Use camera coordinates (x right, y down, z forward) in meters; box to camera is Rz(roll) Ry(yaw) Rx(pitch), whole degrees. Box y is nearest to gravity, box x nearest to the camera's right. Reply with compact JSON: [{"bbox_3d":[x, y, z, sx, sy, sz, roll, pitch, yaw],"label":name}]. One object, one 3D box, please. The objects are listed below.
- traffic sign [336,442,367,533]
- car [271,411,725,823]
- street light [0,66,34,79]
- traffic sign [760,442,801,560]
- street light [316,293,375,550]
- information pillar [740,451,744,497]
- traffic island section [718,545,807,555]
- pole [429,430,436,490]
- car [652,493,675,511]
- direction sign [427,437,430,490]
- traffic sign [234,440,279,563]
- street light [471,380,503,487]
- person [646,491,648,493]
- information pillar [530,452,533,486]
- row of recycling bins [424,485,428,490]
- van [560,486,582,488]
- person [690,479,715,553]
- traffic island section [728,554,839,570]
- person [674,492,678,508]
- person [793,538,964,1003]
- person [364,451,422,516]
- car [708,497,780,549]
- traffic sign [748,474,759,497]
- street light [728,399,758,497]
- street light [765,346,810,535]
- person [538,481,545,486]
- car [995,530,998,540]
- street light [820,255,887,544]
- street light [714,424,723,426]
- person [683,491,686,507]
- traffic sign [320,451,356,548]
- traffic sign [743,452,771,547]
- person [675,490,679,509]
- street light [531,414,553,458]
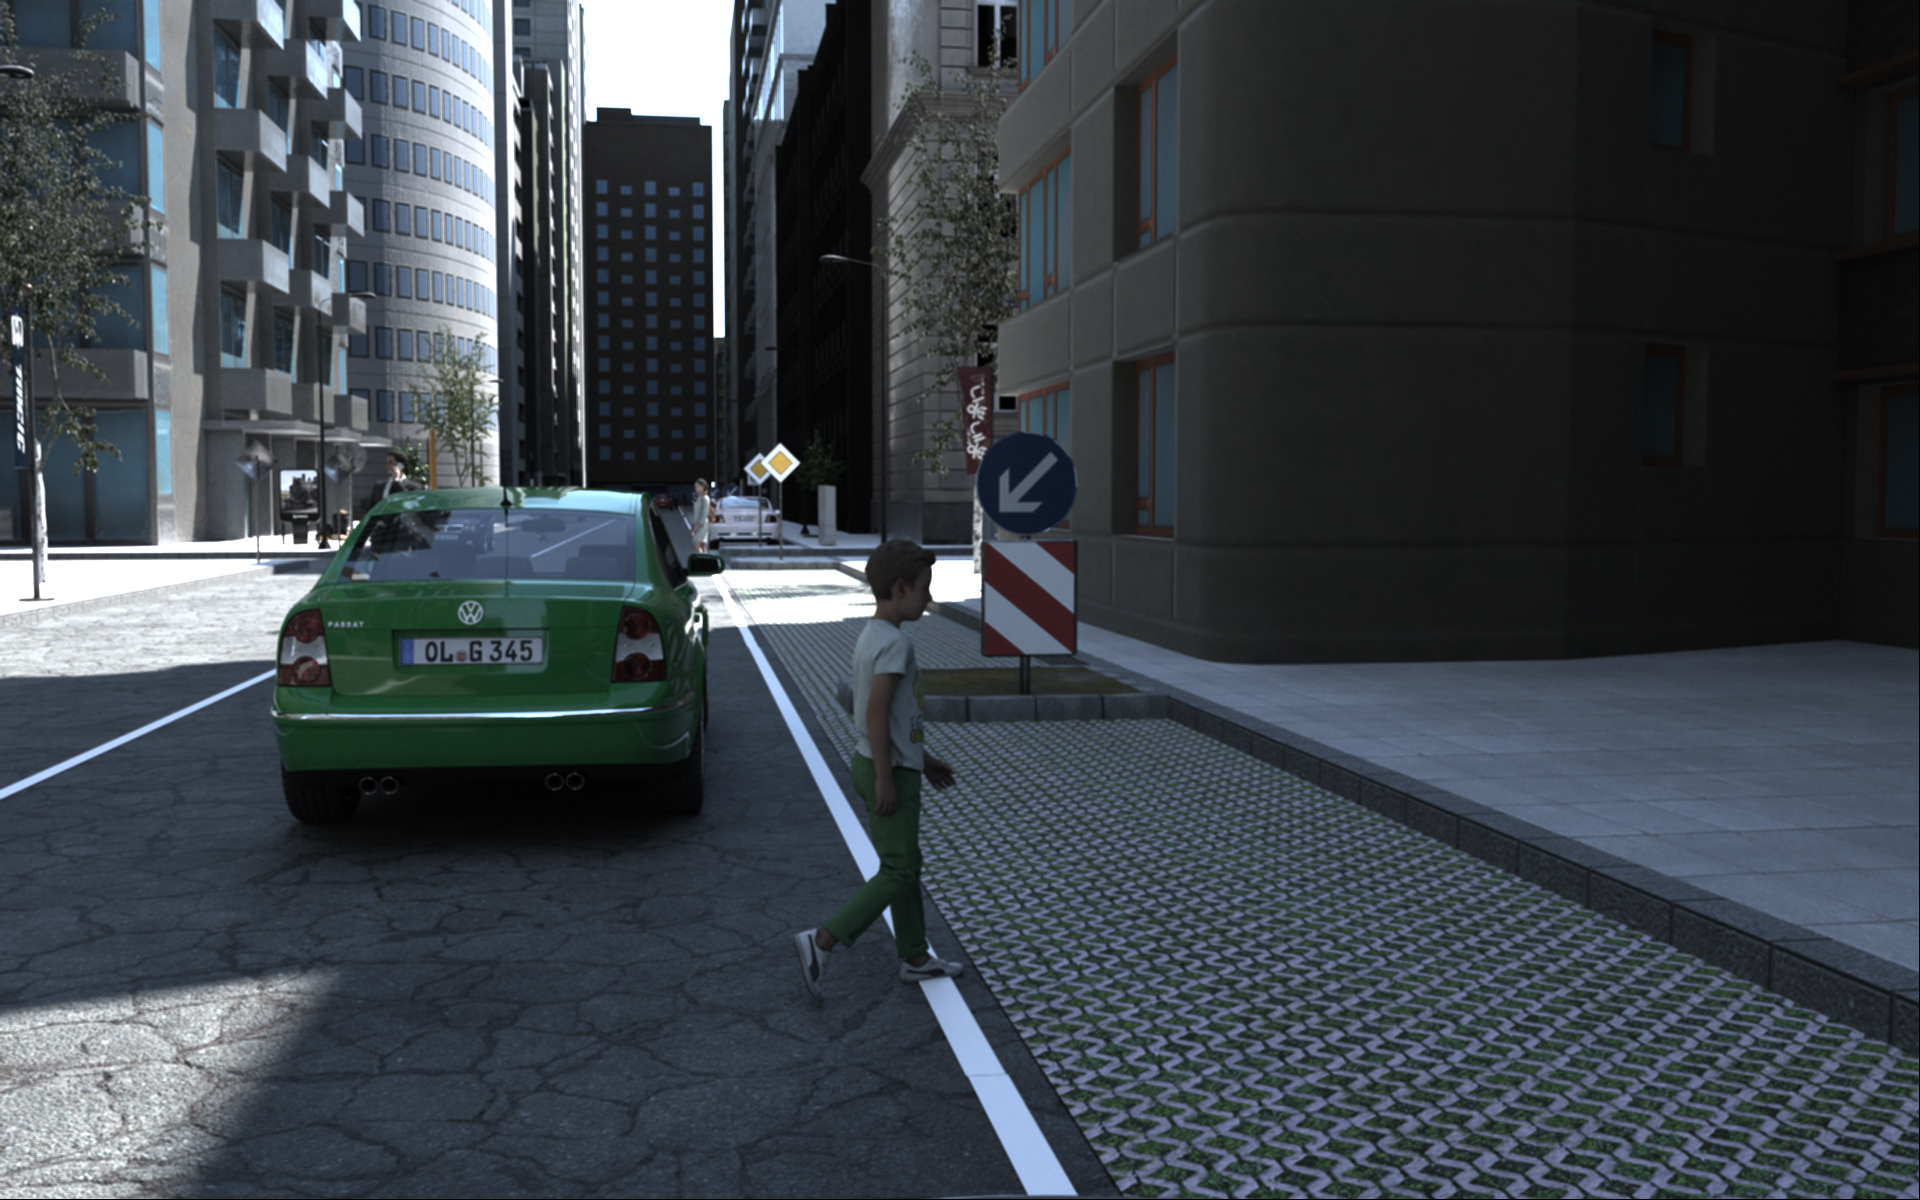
[{"bbox_3d":[-14.840,-2.575,42.211,0.768,2.556,0.104,0,4,-3],"label":"traffic sign"},{"bbox_3d":[-2.211,-0.013,9.003,1.959,1.807,4.718,0,4,-8],"label":"car"},{"bbox_3d":[-10.757,-2.834,18.880,1.470,5.913,1.316,-1,4,-9],"label":"street light"},{"bbox_3d":[-3.499,-1.843,33.770,0.795,2.450,0.064,-1,4,-9],"label":"traffic sign"},{"bbox_3d":[-14.191,-4.129,40.050,1.470,5.913,1.316,-1,4,-9],"label":"street light"},{"bbox_3d":[-11.933,-6.332,94.875,0.183,3.616,0.504,1,4,10],"label":"information pillar"},{"bbox_3d":[-4.787,-1.189,41.728,2.009,0.180,2.903,-1,4,-9],"label":"traffic island section"},{"bbox_3d":[-16.698,-3.734,54.896,0.158,3.312,0.155,0,3,0],"label":"pole"},{"bbox_3d":[-26.114,-8.759,152.255,2.155,1.783,4.494,-1,4,-8],"label":"car"},{"bbox_3d":[-21.288,-4.732,69.372,0.379,3.537,0.876,-1,4,-16],"label":"direction sign"},{"bbox_3d":[-13.066,-1.747,32.206,0.795,2.450,0.064,-1,4,-9],"label":"traffic sign"},{"bbox_3d":[-19.239,-5.984,70.376,1.470,5.913,1.316,-1,4,-9],"label":"street light"},{"bbox_3d":[-26.096,-8.245,144.244,0.436,1.711,0.756,0,4,7],"label":"person"},{"bbox_3d":[-23.690,-6.387,95.775,0.183,3.616,0.504,-2,4,-24],"label":"information pillar"},{"bbox_3d":[-24.620,-4.302,77.458,1.069,1.692,3.534,-3,5,-44],"label":"row of recycling bins"},{"bbox_3d":[-20.288,-5.053,89.628,2.013,2.044,4.112,-1,4,-8],"label":"van"},{"bbox_3d":[-4.631,-1.317,31.029,0.522,1.701,0.512,-2,4,-30],"label":"person"},{"bbox_3d":[-3.477,-0.708,33.851,2.009,0.180,2.903,-1,4,-9],"label":"traffic island section"},{"bbox_3d":[-29.042,-10.258,177.136,0.541,1.710,0.530,-2,4,-27],"label":"person"},{"bbox_3d":[-0.233,0.476,4.973,0.590,1.304,0.306,-2,4,-34],"label":"person"},{"bbox_3d":[-6.175,-0.668,18.786,0.648,1.900,0.474,0,4,-8],"label":"person"},{"bbox_3d":[-5.764,-2.065,46.123,2.083,1.381,4.827,0,4,-8],"label":"car"},{"bbox_3d":[-9.923,-4.969,83.376,0.606,2.300,0.079,0,4,-5],"label":"traffic sign"},{"bbox_3d":[-10.543,-6.893,85.247,1.470,5.913,1.316,-1,4,-9],"label":"street light"},{"bbox_3d":[-5.453,-5.026,54.722,1.470,5.913,1.316,-1,4,-9],"label":"street light"},{"bbox_3d":[-12.903,-2.743,53.353,0.555,1.821,0.388,0,4,-4],"label":"person"},{"bbox_3d":[3.017,-1.894,39.999,4.494,1.783,2.155,-1,4,-9],"label":"car"},{"bbox_3d":[-2.033,-3.757,33.964,1.470,5.913,1.316,-1,4,-9],"label":"street light"},{"bbox_3d":[-15.678,-8.736,115.367,1.470,5.913,1.316,-1,4,-9],"label":"street light"},{"bbox_3d":[-28.016,-10.201,176.210,0.530,1.710,0.541,1,4,18],"label":"person"},{"bbox_3d":[-14.376,-2.229,40.083,0.795,2.450,0.064,-1,4,-9],"label":"traffic sign"},{"bbox_3d":[-4.809,-2.324,41.647,0.795,2.450,0.064,-1,4,-9],"label":"traffic sign"},{"bbox_3d":[-27.074,-9.610,165.605,0.705,1.826,1.348,0,4,-1],"label":"person"},{"bbox_3d":[-24.404,-7.861,101.072,1.470,5.913,1.316,-1,4,-9],"label":"street light"}]
